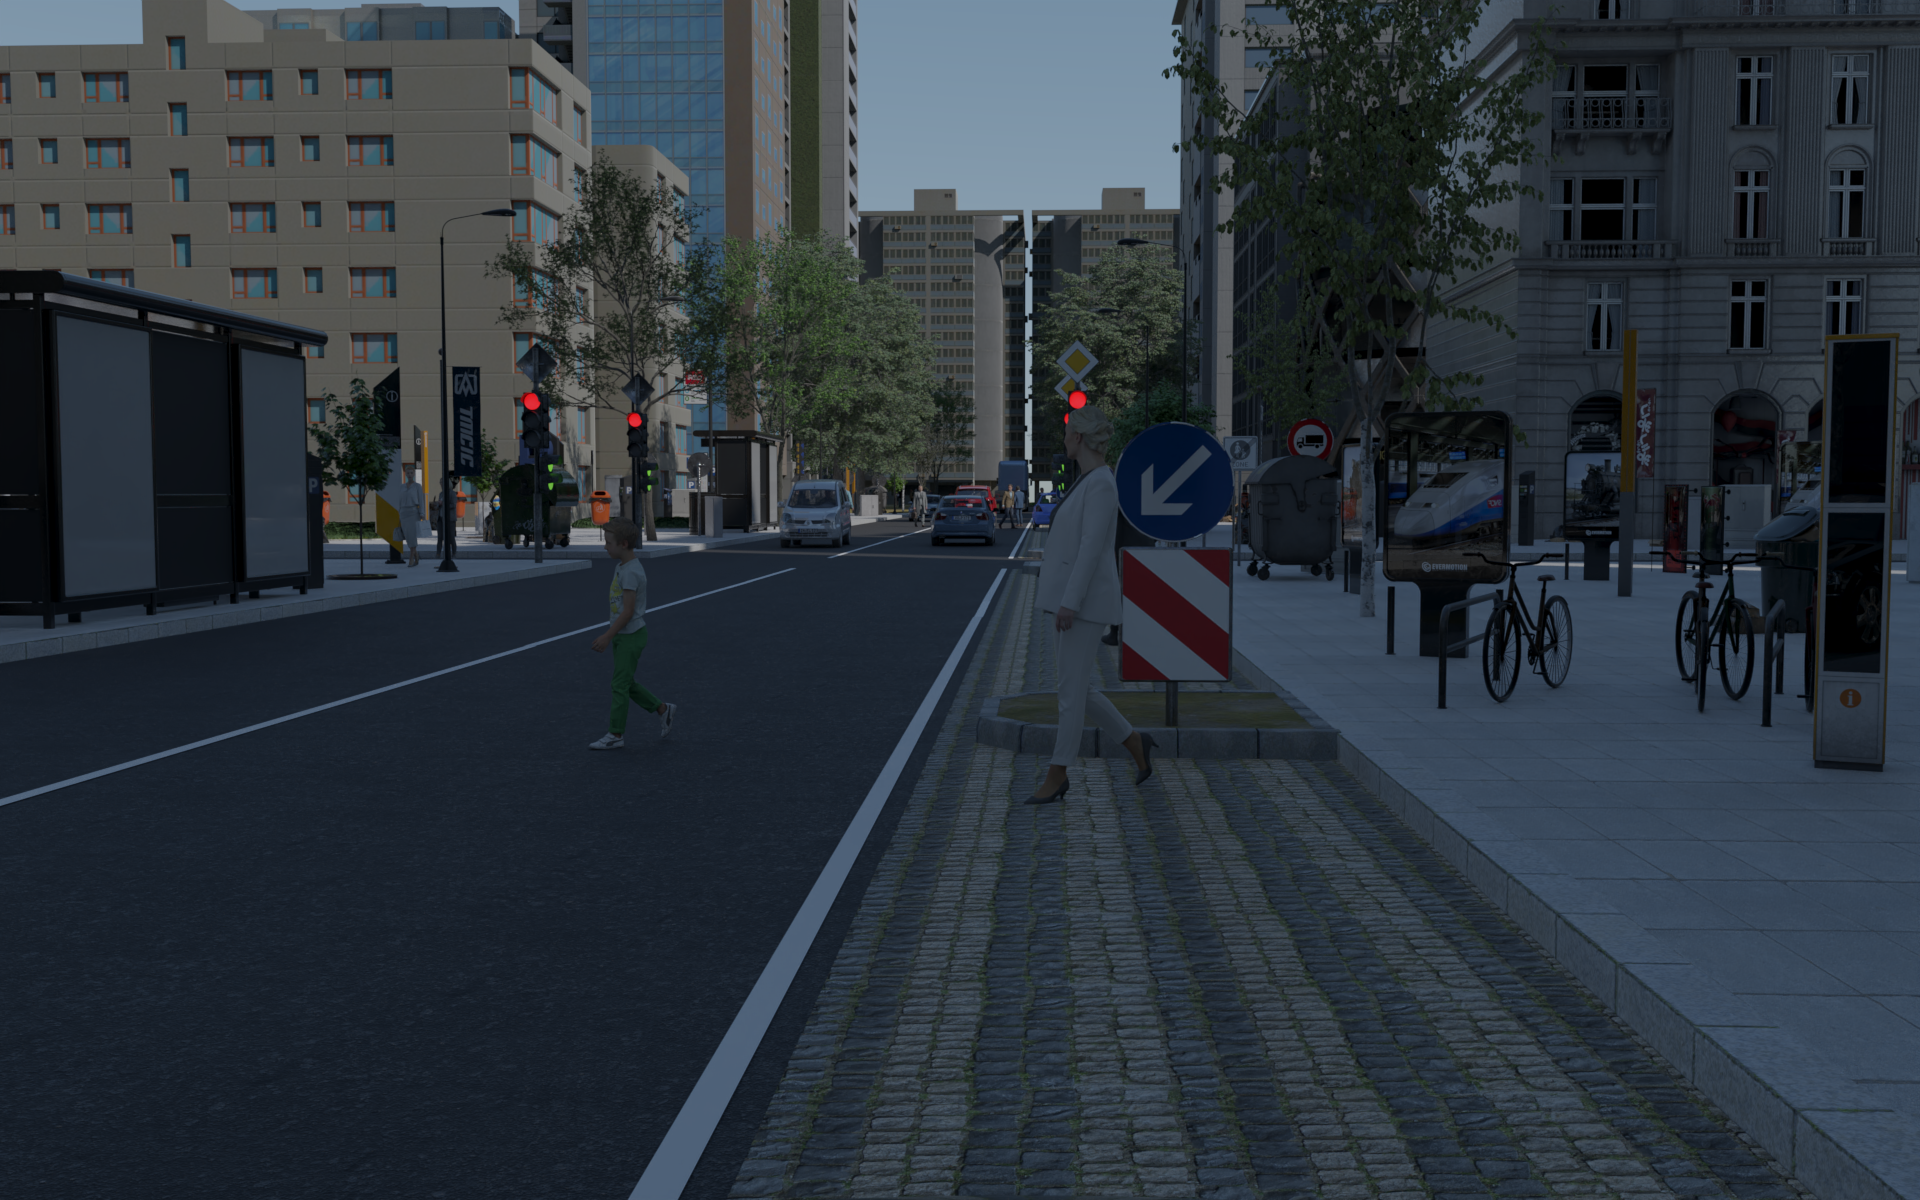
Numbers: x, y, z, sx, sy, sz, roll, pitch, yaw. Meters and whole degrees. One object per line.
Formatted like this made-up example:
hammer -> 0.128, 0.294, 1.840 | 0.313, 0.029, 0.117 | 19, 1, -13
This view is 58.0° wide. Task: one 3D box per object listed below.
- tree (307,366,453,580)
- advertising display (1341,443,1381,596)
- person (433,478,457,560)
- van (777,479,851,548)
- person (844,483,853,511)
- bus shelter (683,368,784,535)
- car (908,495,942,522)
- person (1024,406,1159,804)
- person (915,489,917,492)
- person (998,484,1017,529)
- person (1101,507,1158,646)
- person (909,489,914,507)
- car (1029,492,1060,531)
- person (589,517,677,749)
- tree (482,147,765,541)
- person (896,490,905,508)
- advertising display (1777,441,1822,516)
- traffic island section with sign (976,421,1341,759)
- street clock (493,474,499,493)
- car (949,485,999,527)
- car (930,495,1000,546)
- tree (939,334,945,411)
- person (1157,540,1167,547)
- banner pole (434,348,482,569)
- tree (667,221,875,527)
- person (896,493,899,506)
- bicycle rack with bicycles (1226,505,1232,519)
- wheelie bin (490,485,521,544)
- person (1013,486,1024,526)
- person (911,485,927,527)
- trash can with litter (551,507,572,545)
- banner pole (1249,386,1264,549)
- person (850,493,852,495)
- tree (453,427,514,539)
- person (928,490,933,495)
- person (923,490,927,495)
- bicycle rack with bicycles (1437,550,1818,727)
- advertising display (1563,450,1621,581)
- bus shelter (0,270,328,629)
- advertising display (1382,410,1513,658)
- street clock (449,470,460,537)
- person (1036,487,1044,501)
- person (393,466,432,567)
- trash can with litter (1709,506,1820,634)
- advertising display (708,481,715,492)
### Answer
tree -> -9.051, -1.941, 26.344 | 1.663, 3.219, 1.824 | 0, 3, 0
advertising display -> 5.121, -1.038, 22.185 | 0.123, 1.923, 0.974 | -1, 4, -10
person -> -10.871, -1.707, 36.585 | 0.537, 1.800, 0.526 | 3, 4, 38
van -> -3.957, -2.488, 47.686 | 2.013, 2.044, 4.112 | 0, 4, 1
person -> -4.356, -3.443, 64.657 | 0.638, 1.841, 0.748 | 3, 5, 41
bus shelter -> -7.628, -4.918, 58.044 | 2.179, 5.291, 8.768 | 0, 4, 3
car -> -1.678, -4.880, 91.786 | 2.014, 1.417, 4.499 | 0, 4, 5
person -> 0.637, 0.016, 8.114 | 0.818, 1.842, 0.514 | -2, 4, -26
person -> -4.086, -9.649, 164.534 | 0.721, 1.736, 1.217 | -1, 4, -19
person -> 1.978, -3.871, 71.706 | 0.836, 1.842, 0.656 | 1, 4, 18
person -> 1.575, -0.479, 16.116 | 0.659, 1.850, 0.755 | -1, 4, -16
person -> -4.929, -10.400, 176.183 | 0.705, 1.812, 1.348 | -1, 4, -16
car -> 3.718, -3.594, 68.360 | 1.945, 1.707, 3.694 | 0, 4, 1
person -> -1.860, 0.176, 9.868 | 0.590, 1.304, 0.306 | -3, 5, -41
tree -> -8.775, -6.898, 47.193 | 7.601, 10.594, 8.767 | 1, 4, 9
person -> -5.536, -9.435, 160.313 | 0.705, 1.822, 1.348 | 3, 5, 42
advertising display -> 10.343, -0.964, 20.983 | 0.123, 1.923, 0.974 | -2, 4, -24
traffic island section with sign -> 1.107, -0.101, 10.273 | 1.989, 1.847, 2.006 | 0, 4, 3
street clock -> -15.167, -3.205, 56.966 | 0.471, 2.002, 0.358 | 3, 5, 45
car -> 0.611, -4.177, 76.970 | 2.281, 1.827, 5.304 | 0, 4, 2
car -> 0.117, -2.281, 49.291 | 2.014, 1.417, 4.499 | 0, 4, 2
tree -> -5.707, -11.906, 101.323 | 9.857, 13.997, 8.962 | 0, 3, 0
person -> 4.970, -2.177, 41.616 | 0.580, 1.828, 0.573 | 0, 4, 6
banner pole -> -8.661, -2.437, 29.870 | 0.863, 3.779, 0.401 | -1, 4, -15
tree -> -7.207, -8.667, 67.462 | 9.928, 11.665, 9.643 | 0, 3, 0
person -> -6.844, -11.107, 190.835 | 0.799, 1.438, 0.628 | 3, 4, 36
bicycle rack with bicycles -> 11.916, -4.386, 85.094 | 2.852, 0.926, 2.925 | -2, 4, -26
wheelie bin -> -11.543, -2.222, 44.244 | 0.693, 1.594, 0.980 | 1, 4, 11
person -> 2.597, -4.154, 76.602 | 0.419, 1.800, 0.721 | 3, 5, 44
person -> -1.749, -4.083, 75.354 | 0.694, 1.812, 0.767 | -1, 4, -17
trash can with litter -> -10.062, -1.988, 43.892 | 0.624, 1.170, 1.055 | -1, 4, -23
banner pole -> 6.981, -3.074, 40.284 | 0.401, 3.779, 0.863 | 1, 4, 18
person -> -9.251, -8.876, 151.885 | 1.217, 1.743, 0.721 | 1, 4, 16
tree -> -13.676, -3.396, 50.122 | 1.663, 3.219, 1.824 | 0, 3, 0
person -> -2.786, -9.548, 163.076 | 0.530, 1.710, 0.541 | -3, 5, -42
person -> -3.859, -11.173, 189.394 | 0.551, 1.740, 0.621 | 0, 4, 7
bicycle rack with bicycles -> 4.262, 0.158, 10.793 | 2.852, 0.926, 2.925 | 2, 4, 28
advertising display -> 9.458, -1.251, 25.676 | 0.974, 1.923, 0.123 | 1, 4, 23
bus shelter -> -9.351, -2.455, 17.777 | 2.179, 5.291, 8.768 | 0, 4, 3
advertising display -> 3.813, -0.512, 13.584 | 0.974, 1.923, 0.123 | 2, 4, 31
street clock -> -15.311, -2.911, 52.169 | 0.358, 2.002, 0.471 | 3, 5, 41
person -> 4.306, -4.960, 89.986 | 0.661, 1.777, 0.834 | -3, 5, -43
person -> -9.638, -1.478, 30.562 | 0.694, 1.780, 0.624 | 2, 4, 26
trash can with litter -> 7.513, -0.282, 16.003 | 1.055, 1.170, 0.624 | -1, 4, -19
advertising display -> -12.486, -4.932, 85.844 | 0.974, 1.923, 0.123 | -2, 4, -28
